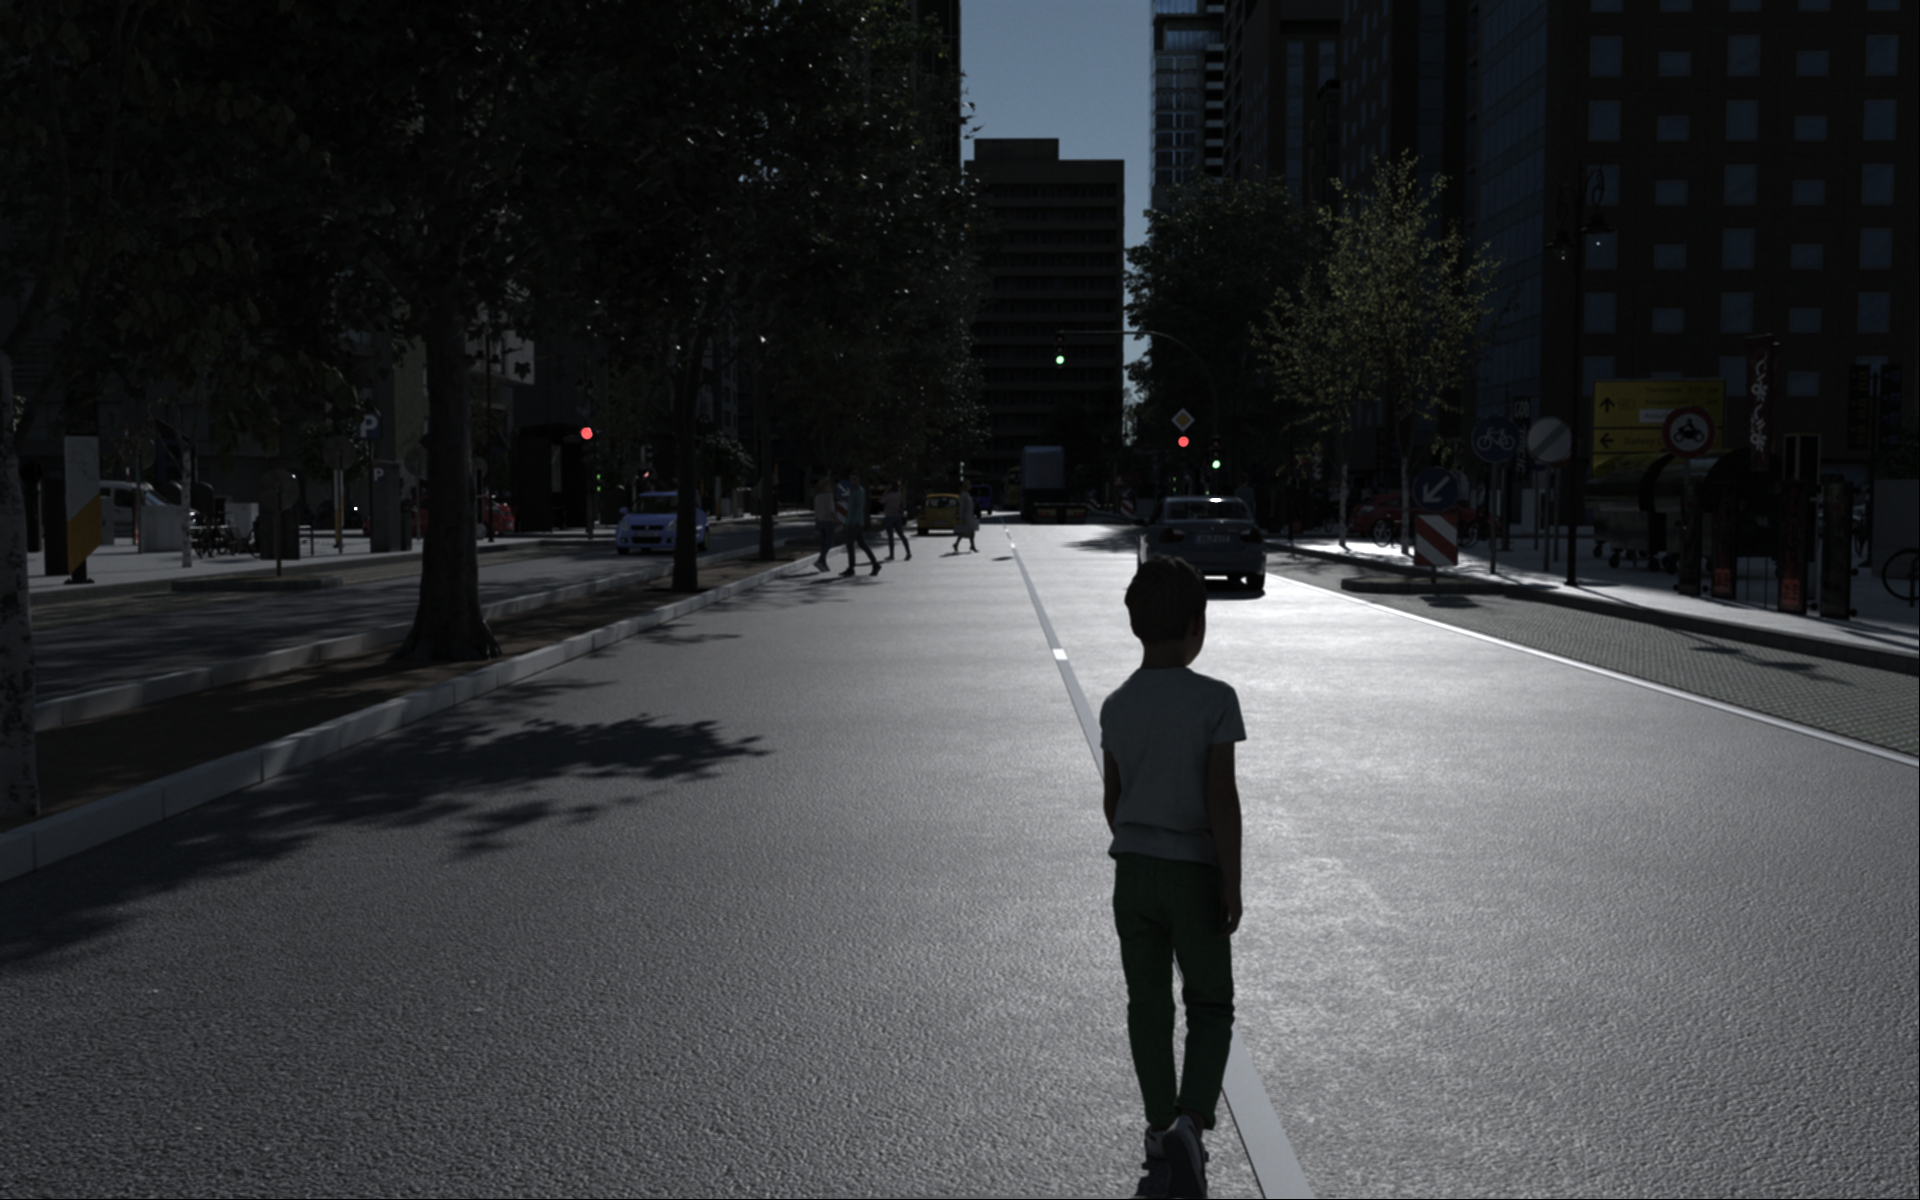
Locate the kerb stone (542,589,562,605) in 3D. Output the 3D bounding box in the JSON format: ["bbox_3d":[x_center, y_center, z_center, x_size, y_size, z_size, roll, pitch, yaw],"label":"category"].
[{"bbox_3d":[-5.386,-0.013,22.467,0.120,0.150,1.000,0,4,1],"label":"kerb stone"}]

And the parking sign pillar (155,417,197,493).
[{"bbox_3d":[-27.346,-4.401,60.425,1.447,3.967,1.447,-1,4,-16],"label":"parking sign pillar"}]

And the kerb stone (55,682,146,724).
[{"bbox_3d":[-5.585,0.673,11.196,0.120,0.150,1.000,0,4,1],"label":"kerb stone"}]

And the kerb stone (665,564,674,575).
[{"bbox_3d":[-5.236,-0.520,30.691,0.120,0.150,1.000,0,4,1],"label":"kerb stone"}]

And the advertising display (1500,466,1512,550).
[{"bbox_3d":[12.568,-2.119,39.861,0.123,1.923,0.974,1,4,10],"label":"advertising display"}]

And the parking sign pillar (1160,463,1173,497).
[{"bbox_3d":[14.676,-8.122,121.264,1.447,3.967,1.447,3,5,43],"label":"parking sign pillar"}]

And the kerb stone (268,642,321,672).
[{"bbox_3d":[-5.536,0.485,14.264,0.120,0.150,1.000,0,4,1],"label":"kerb stone"}]

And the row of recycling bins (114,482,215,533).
[{"bbox_3d":[-26.928,-3.120,58.128,3.534,1.692,1.069,-2,4,-31],"label":"row of recycling bins"}]

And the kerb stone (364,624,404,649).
[{"bbox_3d":[-5.495,0.360,16.315,0.120,0.150,1.000,0,4,1],"label":"kerb stone"}]

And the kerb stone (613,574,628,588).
[{"bbox_3d":[-5.303,-0.269,26.589,0.120,0.150,1.000,0,4,1],"label":"kerb stone"}]

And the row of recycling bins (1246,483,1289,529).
[{"bbox_3d":[11.481,-3.531,64.852,1.069,1.692,3.534,0,4,4],"label":"row of recycling bins"}]

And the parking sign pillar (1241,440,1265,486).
[{"bbox_3d":[13.884,-5.740,82.319,1.447,3.967,1.447,-3,4,-36],"label":"parking sign pillar"}]

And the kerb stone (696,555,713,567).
[{"bbox_3d":[-5.158,-0.768,34.789,0.120,0.150,1.000,0,4,1],"label":"kerb stone"}]

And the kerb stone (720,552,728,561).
[{"bbox_3d":[-5.128,-0.892,36.842,0.120,0.150,1.000,0,4,1],"label":"kerb stone"}]

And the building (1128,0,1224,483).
[{"bbox_3d":[37.913,-56.626,238.502,31.000,86.520,22.319,0,4,1],"label":"building"}]

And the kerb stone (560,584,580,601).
[{"bbox_3d":[-5.367,-0.080,23.497,0.120,0.150,1.000,0,4,1],"label":"kerb stone"}]

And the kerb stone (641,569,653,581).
[{"bbox_3d":[-5.274,-0.389,28.638,0.120,0.150,1.000,0,4,1],"label":"kerb stone"}]

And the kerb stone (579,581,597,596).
[{"bbox_3d":[-5.354,-0.143,24.534,0.120,0.150,1.000,0,4,1],"label":"kerb stone"}]

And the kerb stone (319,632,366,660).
[{"bbox_3d":[-5.513,0.422,15.294,0.120,0.150,1.000,0,4,1],"label":"kerb stone"}]

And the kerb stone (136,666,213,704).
[{"bbox_3d":[-5.572,0.610,12.217,0.120,0.150,1.000,0,4,1],"label":"kerb stone"}]

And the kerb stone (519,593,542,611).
[{"bbox_3d":[-5.398,0.046,21.436,0.120,0.150,1.000,0,4,1],"label":"kerb stone"}]

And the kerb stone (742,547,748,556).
[{"bbox_3d":[-5.074,-1.084,39.922,0.120,0.150,1.000,0,4,1],"label":"kerb stone"}]

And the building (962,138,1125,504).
[{"bbox_3d":[11.212,-37.627,238.895,21.600,48.544,21.300,0,4,1],"label":"building"}]

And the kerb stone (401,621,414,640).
[{"bbox_3d":[-5.479,0.297,17.337,0.120,0.150,1.000,0,4,1],"label":"kerb stone"}]

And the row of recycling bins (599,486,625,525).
[{"bbox_3d":[-14.679,-4.048,73.294,1.069,1.692,3.534,-1,4,-15],"label":"row of recycling bins"}]

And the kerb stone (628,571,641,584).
[{"bbox_3d":[-5.291,-0.330,27.616,0.120,0.150,1.000,0,4,1],"label":"kerb stone"}]

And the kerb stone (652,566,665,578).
[{"bbox_3d":[-5.256,-0.457,29.659,0.120,0.150,1.000,0,4,1],"label":"kerb stone"}]

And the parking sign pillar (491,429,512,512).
[{"bbox_3d":[-18.752,-5.033,70.760,1.447,3.967,1.447,-2,4,-35],"label":"parking sign pillar"}]

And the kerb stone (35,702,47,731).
[{"bbox_3d":[-5.604,0.735,10.174,0.120,0.150,1.000,0,4,1],"label":"kerb stone"}]

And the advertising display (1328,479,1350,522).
[{"bbox_3d":[16.710,-4.353,76.385,0.974,1.923,0.123,1,4,11],"label":"advertising display"}]

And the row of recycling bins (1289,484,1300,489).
[{"bbox_3d":[12.902,-3.979,72.174,3.534,1.692,1.069,-3,4,-38],"label":"row of recycling bins"}]

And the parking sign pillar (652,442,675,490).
[{"bbox_3d":[-15.338,-6.161,89.204,1.447,3.967,1.447,1,4,15],"label":"parking sign pillar"}]

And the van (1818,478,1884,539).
[{"bbox_3d":[28.243,-2.816,53.048,4.112,2.044,2.013,0,4,1],"label":"van"}]

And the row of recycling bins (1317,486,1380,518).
[{"bbox_3d":[20.352,-5.148,91.281,3.534,1.692,1.069,2,4,27],"label":"row of recycling bins"}]

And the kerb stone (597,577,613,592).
[{"bbox_3d":[-5.326,-0.204,25.556,0.120,0.150,1.000,0,4,1],"label":"kerb stone"}]

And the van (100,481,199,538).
[{"bbox_3d":[-25.415,-2.825,53.201,4.112,2.044,2.013,0,4,2],"label":"van"}]

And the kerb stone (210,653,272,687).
[{"bbox_3d":[-5.546,0.548,13.239,0.120,0.150,1.000,0,4,1],"label":"kerb stone"}]

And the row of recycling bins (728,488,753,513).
[{"bbox_3d":[-14.620,-6.656,115.931,1.069,1.692,3.534,1,4,11],"label":"row of recycling bins"}]

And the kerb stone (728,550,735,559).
[{"bbox_3d":[-5.117,-0.959,37.867,0.120,0.150,1.000,0,4,1],"label":"kerb stone"}]

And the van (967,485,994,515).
[{"bbox_3d":[1.270,-7.129,120.949,2.240,2.365,5.245,0,3,0],"label":"van"}]

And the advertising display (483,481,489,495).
[{"bbox_3d":[-22.593,-4.714,82.295,0.123,1.923,0.974,1,4,16],"label":"advertising display"}]

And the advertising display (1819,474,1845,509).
[{"bbox_3d":[28.420,-3.151,56.726,0.974,1.923,0.123,0,4,6],"label":"advertising display"}]

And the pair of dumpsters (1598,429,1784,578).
[{"bbox_3d":[11.838,-1.557,27.946,1.574,2.255,4.437,0,4,1],"label":"pair of dumpsters"}]

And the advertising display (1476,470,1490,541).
[{"bbox_3d":[14.398,-2.598,47.688,0.123,1.923,0.974,0,4,3],"label":"advertising display"}]

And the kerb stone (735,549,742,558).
[{"bbox_3d":[-5.089,-1.020,38.895,0.120,0.150,1.000,0,4,1],"label":"kerb stone"}]

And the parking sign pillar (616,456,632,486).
[{"bbox_3d":[-22.558,-7.834,116.563,1.447,3.967,1.447,2,4,27],"label":"parking sign pillar"}]

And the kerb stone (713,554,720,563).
[{"bbox_3d":[-5.149,-0.832,35.819,0.120,0.150,1.000,0,4,1],"label":"kerb stone"}]

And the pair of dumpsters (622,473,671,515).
[{"bbox_3d":[-14.089,-4.604,77.763,1.574,2.255,4.437,0,4,1],"label":"pair of dumpsters"}]

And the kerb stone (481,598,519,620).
[{"bbox_3d":[-5.422,0.109,20.407,0.120,0.150,1.000,0,4,1],"label":"kerb stone"}]

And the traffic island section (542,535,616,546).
[{"bbox_3d":[-10.457,-1.630,48.931,2.009,0.180,2.903,0,4,1],"label":"traffic island section"}]

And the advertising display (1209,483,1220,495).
[{"bbox_3d":[14.491,-5.788,99.853,0.974,1.923,0.123,0,4,3],"label":"advertising display"}]
